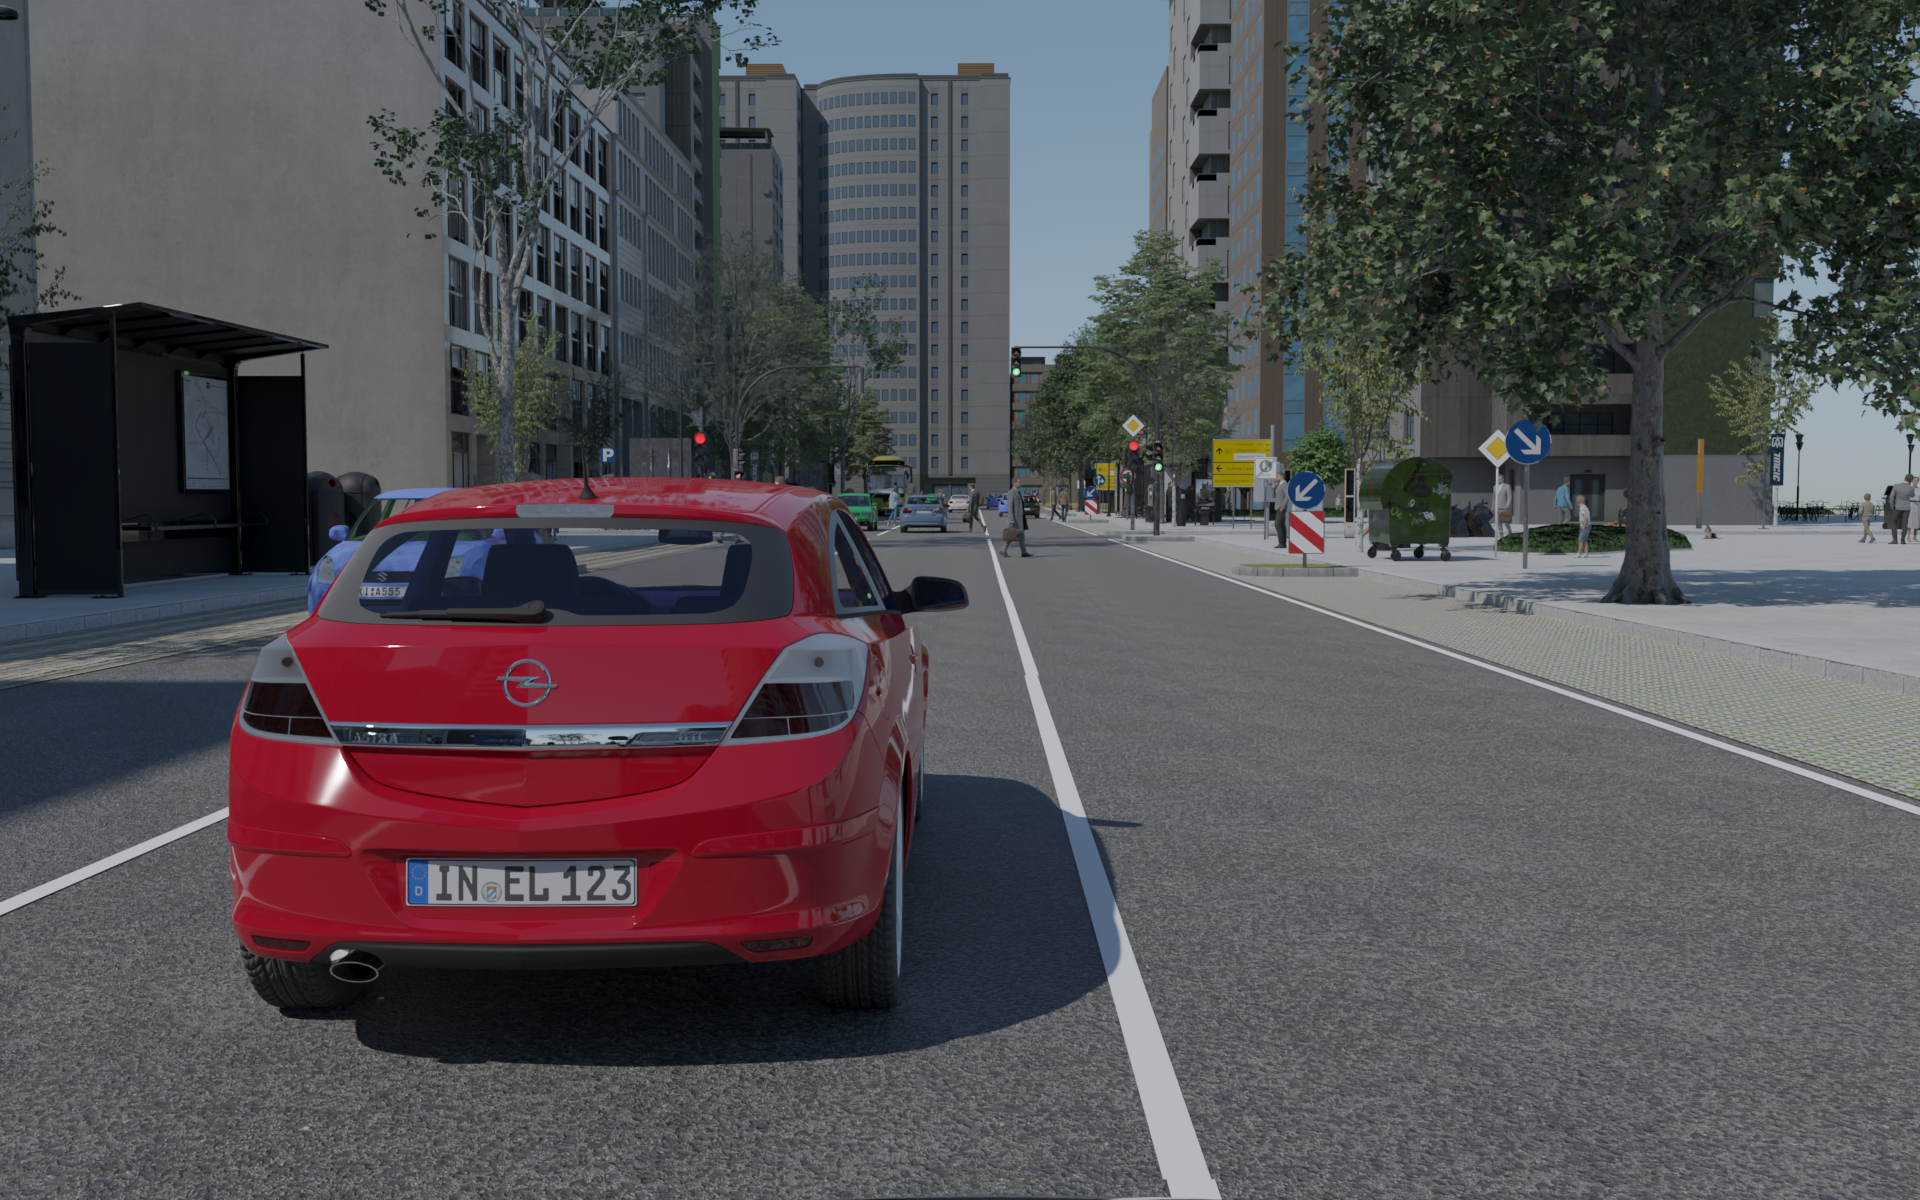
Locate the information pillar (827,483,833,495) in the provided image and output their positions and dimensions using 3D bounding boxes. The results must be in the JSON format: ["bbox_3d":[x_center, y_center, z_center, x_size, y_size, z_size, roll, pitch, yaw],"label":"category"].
[{"bbox_3d":[-8.944,-7.015,119.188,0.304,2.012,0.304,-1,4,-14],"label":"information pillar"}]

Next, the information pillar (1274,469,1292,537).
[{"bbox_3d":[9.564,-2.850,51.089,0.304,2.012,0.304,-2,4,-28],"label":"information pillar"}]

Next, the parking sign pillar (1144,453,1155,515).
[{"bbox_3d":[11.562,-7.326,108.251,1.447,3.967,1.447,1,4,14],"label":"parking sign pillar"}]

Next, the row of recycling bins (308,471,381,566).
[{"bbox_3d":[-11.724,-1.447,30.768,1.069,1.692,3.534,2,4,24],"label":"row of recycling bins"}]

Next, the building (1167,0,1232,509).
[{"bbox_3d":[33.706,-34.753,157.446,28.713,52.752,27.495,0,4,0],"label":"building"}]

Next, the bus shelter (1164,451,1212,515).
[{"bbox_3d":[10.850,-5.482,83.562,2.014,3.302,5.546,0,4,1],"label":"bus shelter"}]

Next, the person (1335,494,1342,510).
[{"bbox_3d":[22.317,-5.627,102.288,0.306,1.304,0.590,-3,5,-39],"label":"person"}]

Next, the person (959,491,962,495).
[{"bbox_3d":[0.028,-11.759,200.779,0.705,1.821,1.348,0,4,-7],"label":"person"}]

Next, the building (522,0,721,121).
[{"bbox_3d":[-27.649,-28.114,143.257,14.154,41.232,14.086,0,4,0],"label":"building"}]

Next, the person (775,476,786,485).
[{"bbox_3d":[-3.156,-1.356,31.263,0.643,1.750,0.593,3,4,36],"label":"person"}]

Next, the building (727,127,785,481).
[{"bbox_3d":[-27.178,-31.302,195.381,14.086,41.232,14.154,0,4,0],"label":"building"}]

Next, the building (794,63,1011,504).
[{"bbox_3d":[-7.306,-42.716,240.400,28.212,58.520,21.231,0,4,0],"label":"building"}]

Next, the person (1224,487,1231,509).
[{"bbox_3d":[17.949,-6.738,116.379,0.590,1.801,0.661,1,4,20],"label":"person"}]

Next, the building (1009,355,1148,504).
[{"bbox_3d":[21.601,-24.434,244.538,28.899,21.520,27.650,0,4,0],"label":"building"}]

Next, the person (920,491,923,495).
[{"bbox_3d":[-3.830,-10.408,179.202,0.750,1.759,0.617,1,4,15],"label":"person"}]

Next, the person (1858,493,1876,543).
[{"bbox_3d":[23.648,-2.132,45.180,0.475,1.303,0.640,-1,4,-19],"label":"person"}]

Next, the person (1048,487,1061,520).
[{"bbox_3d":[5.178,-5.272,94.605,0.836,1.842,0.656,-1,4,-15],"label":"person"}]

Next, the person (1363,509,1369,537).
[{"bbox_3d":[9.697,-2.108,40.603,0.778,1.811,0.616,-1,4,-16],"label":"person"}]

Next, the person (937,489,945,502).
[{"bbox_3d":[-1.328,-6.741,119.113,0.661,1.777,0.834,2,4,35],"label":"person"}]

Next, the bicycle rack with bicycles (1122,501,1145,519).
[{"bbox_3d":[9.863,-4.661,89.590,2.925,0.926,2.852,0,4,8],"label":"bicycle rack with bicycles"}]

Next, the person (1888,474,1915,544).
[{"bbox_3d":[24.026,-2.322,44.196,0.592,1.802,0.473,2,4,34],"label":"person"}]

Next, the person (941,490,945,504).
[{"bbox_3d":[-1.425,-7.106,125.348,0.731,1.740,0.598,0,4,-4],"label":"person"}]

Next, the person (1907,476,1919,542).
[{"bbox_3d":[25.521,-2.426,46.285,0.480,1.755,0.524,0,4,0],"label":"person"}]

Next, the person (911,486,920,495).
[{"bbox_3d":[-2.234,-4.685,85.191,0.616,1.811,0.778,1,4,14],"label":"person"}]

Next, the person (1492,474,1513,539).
[{"bbox_3d":[14.635,-2.485,46.793,0.853,1.813,0.709,-3,5,-41],"label":"person"}]

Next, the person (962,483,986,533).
[{"bbox_3d":[0.543,-3.408,64.189,0.822,1.834,0.622,2,4,25],"label":"person"}]

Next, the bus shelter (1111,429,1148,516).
[{"bbox_3d":[10.092,-7.605,101.978,2.179,5.291,8.768,0,4,1],"label":"bus shelter"}]

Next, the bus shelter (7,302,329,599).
[{"bbox_3d":[-10.830,-2.021,24.324,1.731,3.624,6.357,0,4,1],"label":"bus shelter"}]

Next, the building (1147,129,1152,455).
[{"bbox_3d":[27.946,-31.212,193.915,14.154,41.232,14.086,0,4,0],"label":"building"}]

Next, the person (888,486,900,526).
[{"bbox_3d":[-2.986,-4.231,77.944,0.793,1.790,0.793,1,4,21],"label":"person"}]

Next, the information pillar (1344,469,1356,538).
[{"bbox_3d":[11.304,-2.797,50.231,0.304,2.012,0.304,1,4,12],"label":"information pillar"}]

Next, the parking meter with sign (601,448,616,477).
[{"bbox_3d":[-13.109,-4.174,64.501,0.543,3.016,1.738,-1,4,-10],"label":"parking meter with sign"}]

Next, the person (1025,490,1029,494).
[{"bbox_3d":[6.120,-9.176,158.471,1.348,1.831,0.705,-2,4,-27],"label":"person"}]

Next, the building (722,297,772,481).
[{"bbox_3d":[-33.512,-19.592,165.361,27.650,21.520,28.899,0,4,0],"label":"building"}]

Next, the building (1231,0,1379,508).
[{"bbox_3d":[26.153,-28.549,116.892,14.600,45.320,14.200,0,4,0],"label":"building"}]

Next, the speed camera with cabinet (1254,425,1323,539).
[{"bbox_3d":[9.497,-3.408,50.050,2.038,3.252,0.660,-1,4,-23],"label":"speed camera with cabinet"}]

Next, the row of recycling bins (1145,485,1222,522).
[{"bbox_3d":[10.269,-4.436,79.635,3.534,1.692,1.069,0,4,-6],"label":"row of recycling bins"}]

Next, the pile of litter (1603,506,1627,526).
[{"bbox_3d":[24.040,-3.022,63.372,1.176,0.858,1.719,3,5,43],"label":"pile of litter"}]

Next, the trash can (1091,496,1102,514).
[{"bbox_3d":[8.824,-6.165,112.454,0.748,1.137,0.748,0,3,0],"label":"trash can"}]

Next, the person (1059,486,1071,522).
[{"bbox_3d":[5.325,-4.861,87.883,0.656,1.842,0.836,0,4,4],"label":"person"}]

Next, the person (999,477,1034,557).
[{"bbox_3d":[1.288,-1.870,39.178,0.767,1.812,0.694,1,4,22],"label":"person"}]

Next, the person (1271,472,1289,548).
[{"bbox_3d":[7.591,-2.129,41.038,0.473,1.802,0.592,1,4,14],"label":"person"}]

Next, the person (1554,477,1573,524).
[{"bbox_3d":[18.124,-2.794,52.074,0.444,1.785,0.601,0,4,-8],"label":"person"}]

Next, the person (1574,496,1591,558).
[{"bbox_3d":[12.477,-1.467,34.706,0.332,1.250,0.352,-2,4,-30],"label":"person"}]

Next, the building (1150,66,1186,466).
[{"bbox_3d":[27.272,-32.320,178.535,14.600,45.320,14.200,0,4,0],"label":"building"}]

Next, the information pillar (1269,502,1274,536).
[{"bbox_3d":[9.626,-2.979,53.206,0.304,2.012,0.304,1,4,14],"label":"information pillar"}]

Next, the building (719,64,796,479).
[{"bbox_3d":[-35.517,-42.733,240.683,28.212,58.520,21.231,0,4,0],"label":"building"}]
